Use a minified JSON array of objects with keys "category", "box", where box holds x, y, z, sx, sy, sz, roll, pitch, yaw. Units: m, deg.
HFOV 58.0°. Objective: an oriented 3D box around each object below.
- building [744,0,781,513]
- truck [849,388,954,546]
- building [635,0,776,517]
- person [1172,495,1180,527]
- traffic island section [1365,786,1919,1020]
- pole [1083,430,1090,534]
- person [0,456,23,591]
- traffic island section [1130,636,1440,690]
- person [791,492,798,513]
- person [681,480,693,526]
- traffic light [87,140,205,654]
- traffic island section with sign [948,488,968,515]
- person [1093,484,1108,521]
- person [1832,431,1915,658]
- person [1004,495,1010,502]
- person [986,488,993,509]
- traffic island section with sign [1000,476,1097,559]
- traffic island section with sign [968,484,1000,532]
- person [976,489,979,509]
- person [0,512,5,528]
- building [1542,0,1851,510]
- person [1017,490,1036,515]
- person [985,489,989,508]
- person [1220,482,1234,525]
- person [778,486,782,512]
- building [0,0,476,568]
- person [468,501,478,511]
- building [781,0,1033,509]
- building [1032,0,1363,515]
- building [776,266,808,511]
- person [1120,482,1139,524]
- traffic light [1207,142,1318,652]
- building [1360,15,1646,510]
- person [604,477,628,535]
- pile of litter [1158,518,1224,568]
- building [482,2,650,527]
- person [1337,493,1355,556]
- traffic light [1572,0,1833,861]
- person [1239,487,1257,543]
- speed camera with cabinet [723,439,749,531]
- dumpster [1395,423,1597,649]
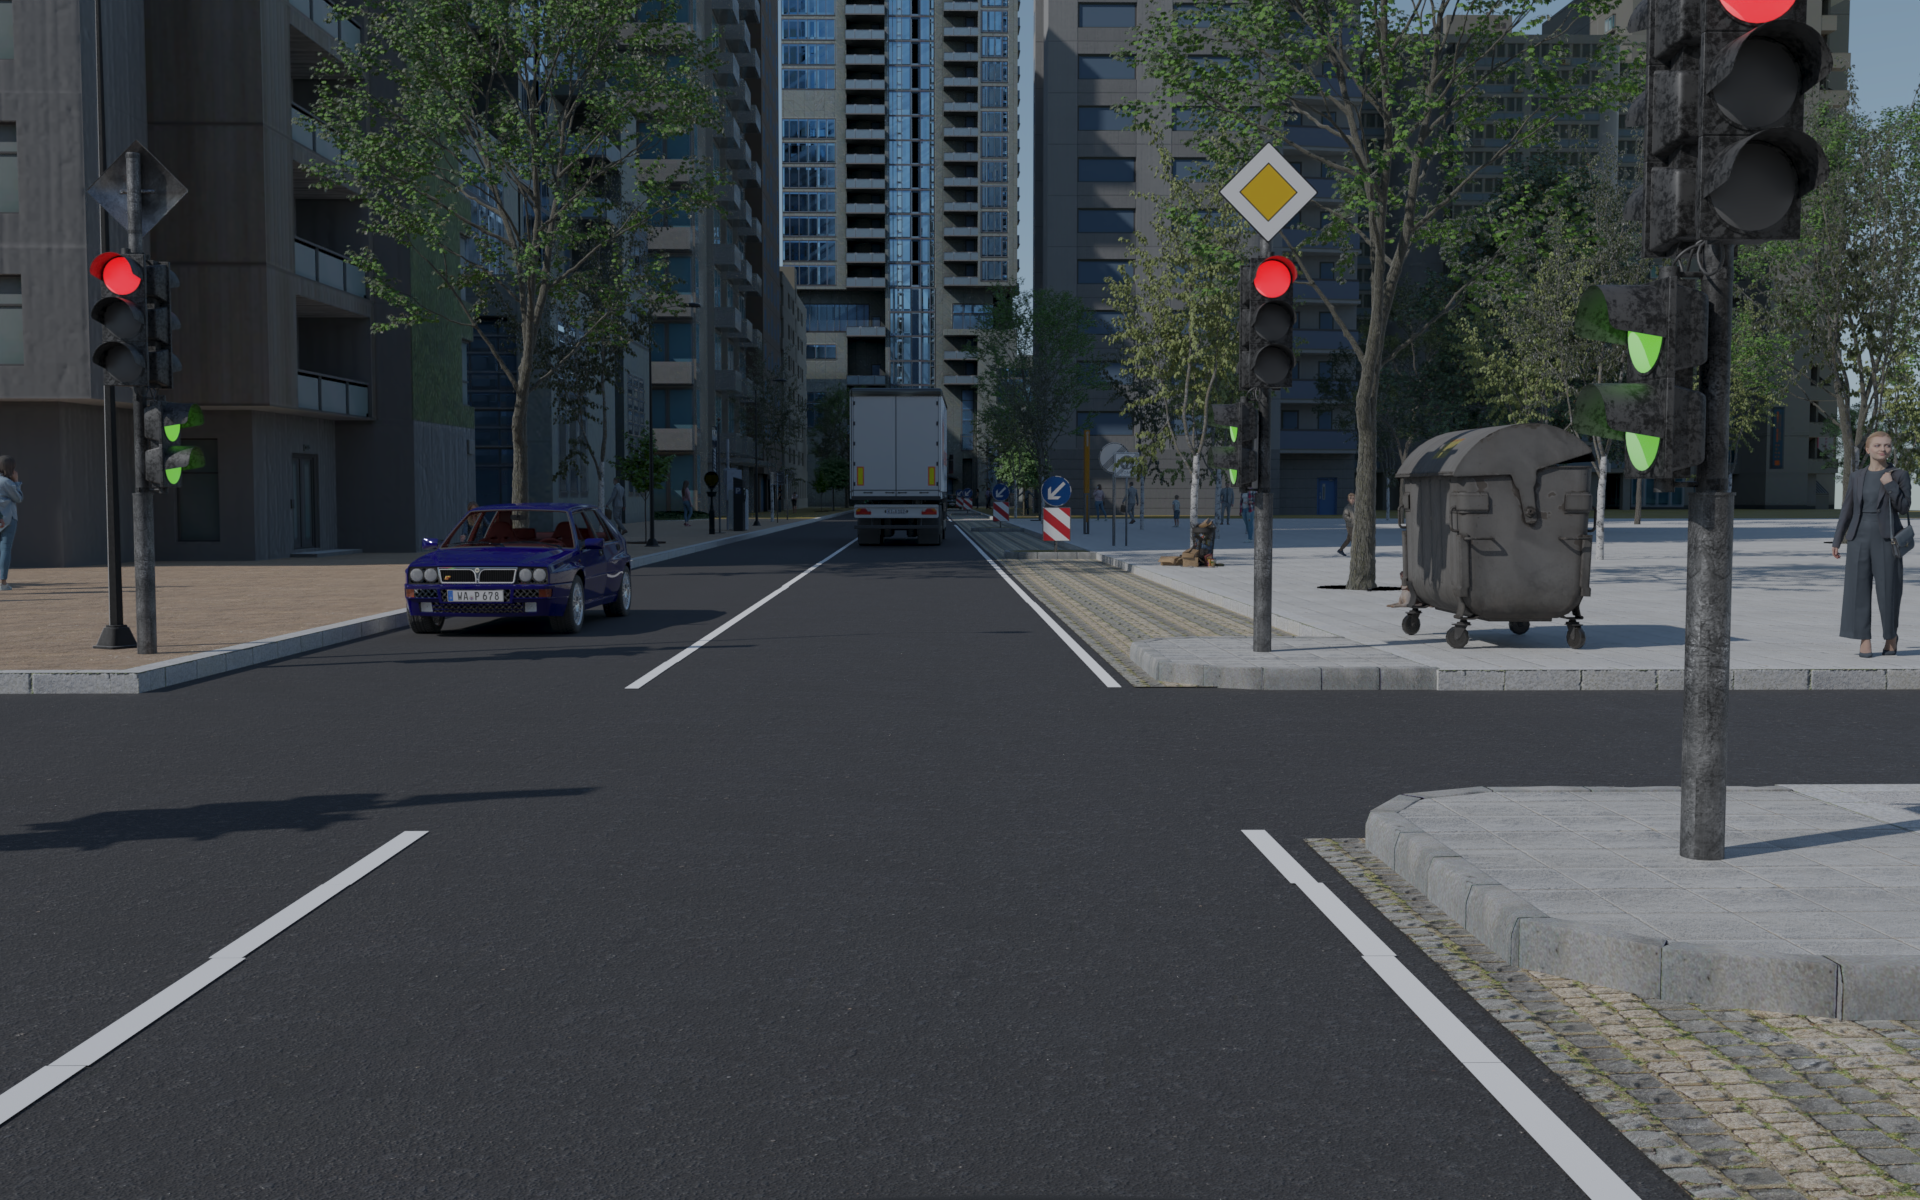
[{"category":"building","box":[-20.610,-29.086,125.662,14.600,45.320,14.200,0,4,-1]},{"category":"truck","box":[-1.649,-3.824,51.434,2.839,4.237,11.283,0,4,0]},{"category":"building","box":[-23.760,-29.575,103.157,23.786,49.044,30.456,0,4,-1]},{"category":"person","box":[8.370,-3.450,67.134,0.332,1.250,0.352,1,4,14]},{"category":"traffic island section","box":[2.648,0.988,6.130,2.009,0.180,2.903,0,4,-1]},{"category":"pole","box":[4.037,-3.755,55.237,0.158,3.312,0.155,0,3,0]},{"category":"person","box":[-12.806,-1.023,23.026,0.793,1.790,0.793,-1,4,-16]},{"category":"traffic island section","box":[2.484,0.500,14.114,2.009,0.180,2.903,0,4,-1]},{"category":"person","box":[-10.945,-6.435,114.447,0.628,1.438,0.799,-3,5,-39]},{"category":"person","box":[-10.787,-3.824,68.569,0.555,1.821,0.388,3,4,36]},{"category":"traffic light","box":[-6.515,-1.522,13.800,0.839,4.253,0.868,0,4,-1]},{"category":"traffic island section with sign","box":[0.391,-6.577,116.159,1.989,1.847,2.006,0,4,-1]},{"category":"person","box":[6.649,-4.591,81.695,0.593,1.750,0.643,-3,4,-36]},{"category":"person","box":[7.223,-0.442,13.698,0.576,1.772,0.534,2,4,25]},{"category":"person","box":[3.898,-8.617,146.933,0.705,1.824,1.348,2,4,33]},{"category":"person","box":[2.524,-8.661,147.517,0.709,1.838,0.599,-3,4,-38]},{"category":"traffic island section with sign","box":[1.989,-1.842,38.742,1.989,1.847,2.006,0,4,-1]},{"category":"traffic island section with sign","box":[1.419,-3.515,66.093,1.989,1.847,2.006,0,4,-1]},{"category":"person","box":[1.419,-8.711,149.194,0.721,1.735,1.217,0,4,1]},{"category":"person","box":[-12.525,-0.949,21.907,0.721,1.781,0.623,2,4,32]},{"category":"building","box":[64.919,-32.323,152.175,21.600,48.544,21.300,0,4,-1]},{"category":"person","box":[4.062,-6.165,106.928,1.350,1.814,0.705,1,4,22]},{"category":"person","box":[2.531,-9.189,156.288,0.705,1.823,1.348,-1,4,-21]},{"category":"person","box":[11.163,-4.061,72.546,0.635,1.810,0.391,0,4,4]},{"category":"person","box":[-12.746,-7.094,122.045,0.705,1.822,1.348,0,4,-4]},{"category":"building","box":[-18.866,-21.477,34.739,14.154,41.232,14.086,0,4,-1]},{"category":"person","box":[-9.053,-1.302,32.825,1.012,1.151,0.738,-2,4,-29]},{"category":"building","box":[-6.844,-53.311,184.308,31.000,86.520,22.319,0,4,-1]},{"category":"building","box":[15.410,-35.125,116.297,21.231,58.520,28.212,0,4,-1]},{"category":"building","box":[-28.473,-18.528,147.975,28.899,21.520,27.650,0,4,-1]},{"category":"person","box":[7.372,-4.198,74.795,0.709,1.813,0.853,-3,4,-38]},{"category":"traffic light","box":[2.444,-1.534,13.999,0.839,4.253,0.868,0,4,-1]},{"category":"building","box":[42.240,-27.801,146.428,23.993,40.220,32.217,0,4,-1]},{"category":"person","box":[-10.722,-2.933,54.113,0.853,1.813,0.709,1,4,16]},{"category":"pile of litter","box":[4.125,-1.038,30.929,1.176,0.858,1.719,0,4,7]},{"category":"building","box":[-23.485,-45.938,63.754,22.319,86.520,31.000,0,4,-1]},{"category":"person","box":[8.045,-1.545,35.581,0.640,1.303,0.475,3,4,37]},{"category":"traffic light","box":[2.608,-1.046,6.016,0.839,4.253,0.868,0,4,-1]},{"category":"person","box":[7.663,-2.385,45.883,0.643,1.720,0.563,-3,4,-36]},{"category":"speed camera with cabinet","box":[-7.959,-4.112,61.566,0.660,3.252,2.038,-1,4,-16]},{"category":"dumpster","box":[4.624,-0.566,15.008,1.264,1.857,1.865,0,4,-1]}]
